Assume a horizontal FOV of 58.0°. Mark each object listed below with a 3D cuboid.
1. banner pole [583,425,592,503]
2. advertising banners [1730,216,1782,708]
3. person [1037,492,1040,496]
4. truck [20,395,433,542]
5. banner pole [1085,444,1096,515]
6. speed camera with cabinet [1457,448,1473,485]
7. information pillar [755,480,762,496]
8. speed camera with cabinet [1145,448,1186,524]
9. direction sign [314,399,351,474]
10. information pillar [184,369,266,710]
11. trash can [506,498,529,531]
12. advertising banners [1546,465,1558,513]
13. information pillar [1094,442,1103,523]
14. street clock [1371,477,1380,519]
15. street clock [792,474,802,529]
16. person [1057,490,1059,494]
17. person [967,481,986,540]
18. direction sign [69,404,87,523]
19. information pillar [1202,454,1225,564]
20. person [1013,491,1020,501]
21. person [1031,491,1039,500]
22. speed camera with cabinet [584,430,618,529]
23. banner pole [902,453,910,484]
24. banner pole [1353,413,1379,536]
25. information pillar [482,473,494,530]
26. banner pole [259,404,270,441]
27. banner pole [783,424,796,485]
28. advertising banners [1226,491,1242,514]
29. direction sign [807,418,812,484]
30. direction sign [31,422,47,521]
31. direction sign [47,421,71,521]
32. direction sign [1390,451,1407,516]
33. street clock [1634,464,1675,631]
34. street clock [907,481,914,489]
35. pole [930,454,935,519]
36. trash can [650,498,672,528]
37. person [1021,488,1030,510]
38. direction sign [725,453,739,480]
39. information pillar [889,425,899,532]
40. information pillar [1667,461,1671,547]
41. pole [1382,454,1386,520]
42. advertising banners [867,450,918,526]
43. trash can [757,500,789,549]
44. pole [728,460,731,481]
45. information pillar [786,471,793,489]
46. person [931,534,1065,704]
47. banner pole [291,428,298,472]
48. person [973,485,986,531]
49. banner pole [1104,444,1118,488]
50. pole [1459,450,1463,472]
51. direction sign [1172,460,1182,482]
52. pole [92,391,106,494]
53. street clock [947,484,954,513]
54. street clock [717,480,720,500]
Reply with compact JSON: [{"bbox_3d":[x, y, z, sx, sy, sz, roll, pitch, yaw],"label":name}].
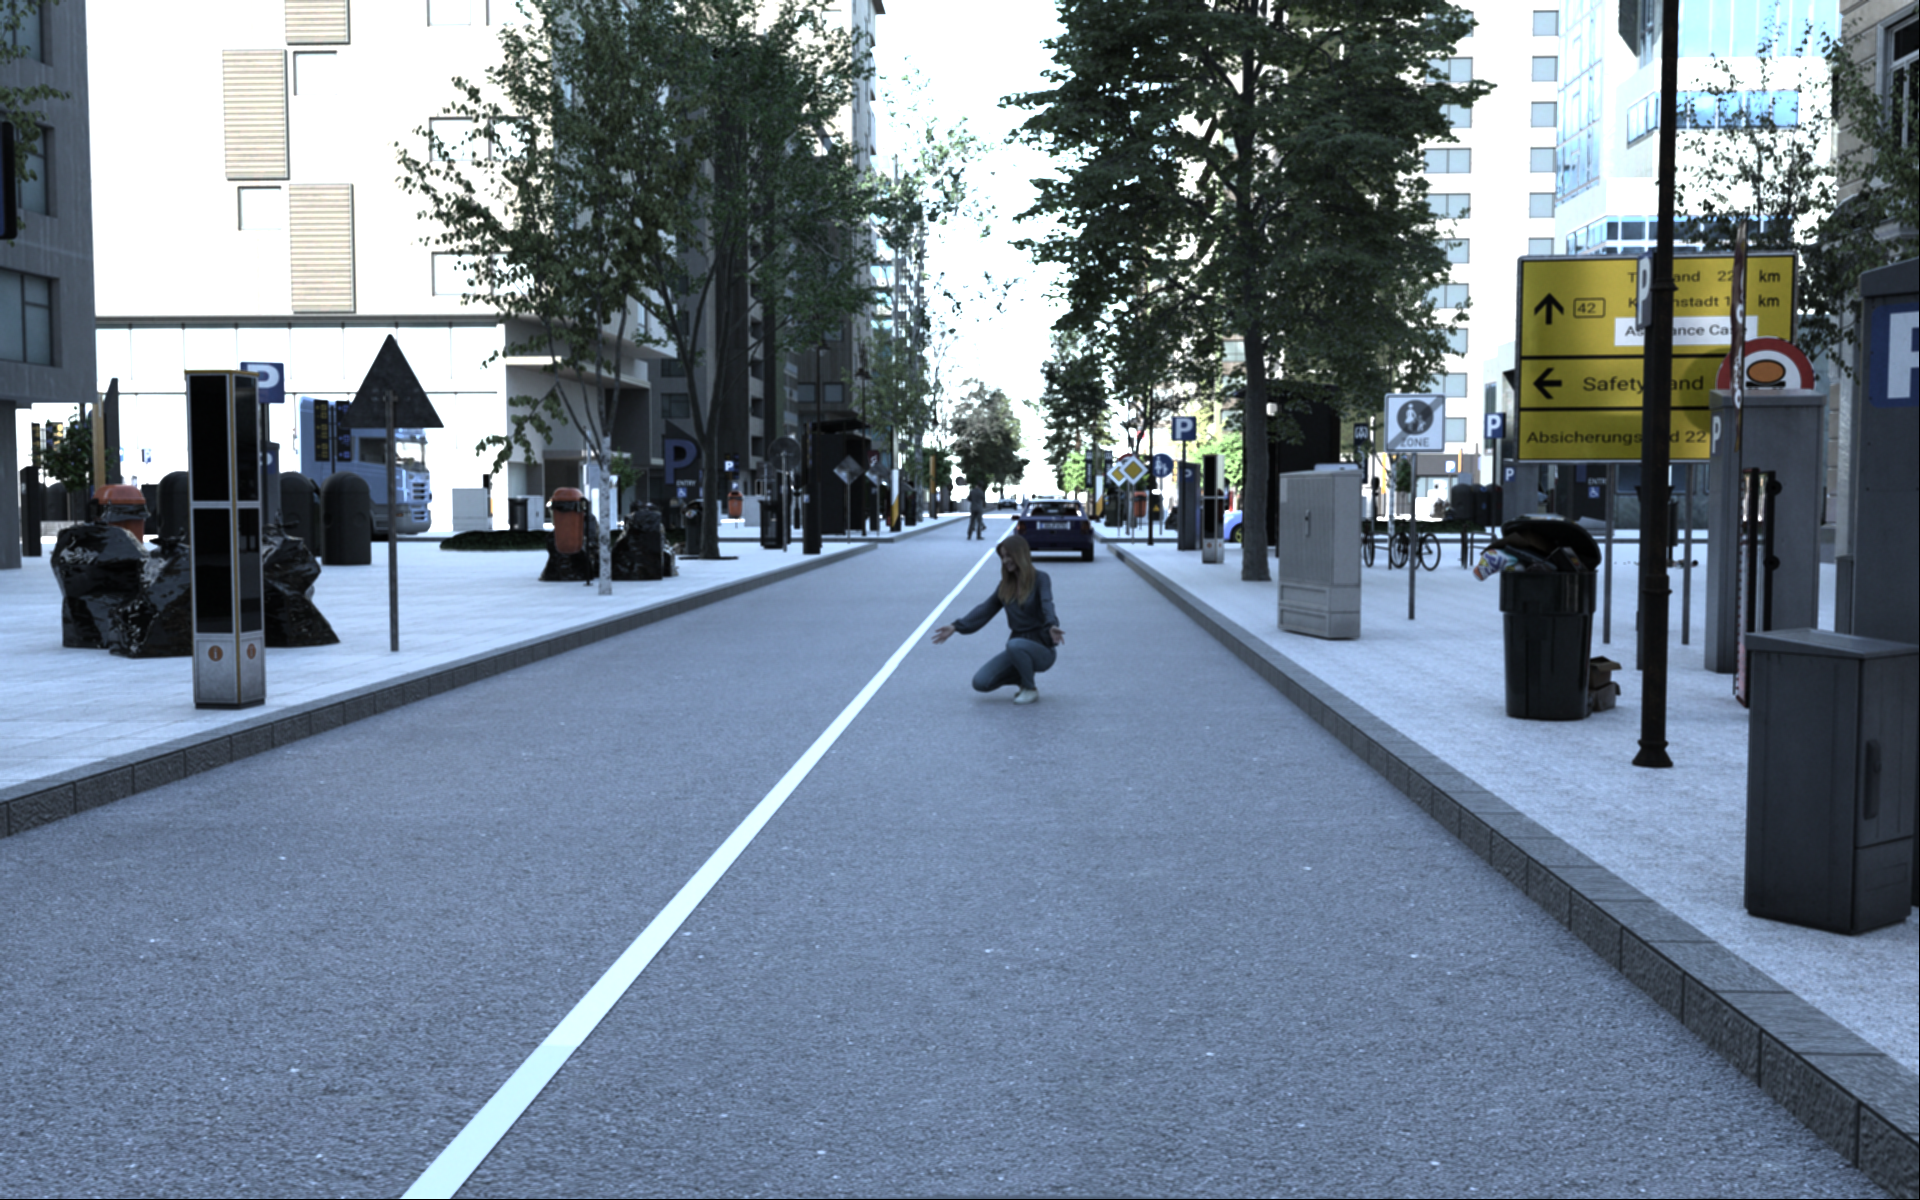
[{"bbox_3d":[-13.610,-4.481,63.289,0.401,3.779,0.863,1,4,10],"label":"banner pole"},{"bbox_3d":[4.783,-0.873,10.468,0.090,3.025,2.074,1,4,18],"label":"advertising banners"},{"bbox_3d":[13.053,-16.897,284.900,1.348,1.807,0.705,2,4,34],"label":"person"},{"bbox_3d":[-23.670,-3.580,48.286,18.799,4.110,2.967,0,4,1],"label":"truck"},{"bbox_3d":[6.557,-5.879,86.135,0.863,3.779,0.401,-2,4,-30],"label":"banner pole"},{"bbox_3d":[21.321,-4.811,72.994,0.660,3.252,2.038,1,4,15],"label":"speed camera with cabinet"},{"bbox_3d":[-10.369,-5.179,89.175,0.304,2.012,0.304,-1,4,-9],"label":"information pillar"},{"bbox_3d":[9.022,-4.920,74.771,2.038,3.252,0.660,0,4,4],"label":"speed camera with cabinet"},{"bbox_3d":[-15.068,-3.037,41.658,0.876,3.537,0.379,-3,5,-42],"label":"direction sign"},{"bbox_3d":[-4.400,-0.360,10.386,0.304,2.012,0.304,1,4,8],"label":"information pillar"},{"bbox_3d":[-14.776,-2.830,57.932,0.748,1.137,0.748,0,3,0],"label":"trash can"},{"bbox_3d":[17.581,-3.377,51.400,0.090,3.025,2.074,2,4,27],"label":"advertising banners"},{"bbox_3d":[6.278,-5.307,78.121,0.183,3.616,0.504,3,4,36],"label":"information pillar"},{"bbox_3d":[17.591,-4.210,73.409,0.358,2.002,0.471,2,4,33],"label":"street clock"},{"bbox_3d":[-5.962,-3.596,63.372,0.471,2.002,0.358,1,4,16],"label":"street clock"},{"bbox_3d":[6.772,-6.732,119.567,0.512,1.701,0.522,2,4,24],"label":"person"},{"bbox_3d":[0.520,-2.836,54.678,0.655,1.846,0.447,1,4,21],"label":"person"},{"bbox_3d":[-21.385,-3.077,42.301,0.379,3.537,0.876,-1,4,-19],"label":"direction sign"},{"bbox_3d":[4.691,-1.685,32.049,0.304,2.012,0.304,3,4,38],"label":"information pillar"},{"bbox_3d":[7.006,-12.856,218.787,1.348,1.812,0.705,1,4,19],"label":"person"},{"bbox_3d":[7.679,-10.330,177.929,0.617,1.759,0.750,2,4,34],"label":"person"},{"bbox_3d":[-11.065,-3.607,53.313,0.660,3.252,2.038,-2,4,-25],"label":"speed camera with cabinet"},{"bbox_3d":[-3.277,-7.122,106.459,0.863,3.779,0.401,1,4,13],"label":"banner pole"},{"bbox_3d":[12.574,-3.892,53.648,0.863,3.779,0.401,2,4,26],"label":"banner pole"},{"bbox_3d":[-16.742,-3.482,61.415,0.304,2.012,0.304,0,4,1],"label":"information pillar"},{"bbox_3d":[-14.661,-2.830,36.294,0.401,3.779,0.863,2,4,26],"label":"banner pole"},{"bbox_3d":[-6.054,-4.363,61.351,0.401,3.779,0.863,-3,5,-41],"label":"banner pole"},{"bbox_3d":[15.158,-6.145,96.652,0.090,3.025,2.074,-1,4,-22],"label":"advertising banners"},{"bbox_3d":[-4.506,-3.666,51.942,0.379,3.537,0.876,-1,4,-13],"label":"direction sign"},{"bbox_3d":[-29.113,-3.858,55.068,0.379,3.537,0.876,1,4,19],"label":"direction sign"},{"bbox_3d":[-27.742,-3.785,53.875,0.876,3.537,0.379,0,3,0],"label":"direction sign"},{"bbox_3d":[24.536,-6.417,96.914,0.876,3.537,0.379,0,4,-1],"label":"direction sign"},{"bbox_3d":[6.469,-0.709,16.158,0.471,2.002,0.358,-2,4,-34],"label":"street clock"},{"bbox_3d":[-2.714,-5.585,95.891,0.471,2.002,0.358,1,4,21],"label":"street clock"},{"bbox_3d":[-1.498,-6.044,92.659,0.158,3.312,0.155,0,3,0],"label":"pole"},{"bbox_3d":[-9.718,-2.729,56.272,0.748,1.137,0.748,0,3,0],"label":"trash can"},{"bbox_3d":[3.907,-5.789,103.175,0.581,1.822,0.654,0,4,3],"label":"person"},{"bbox_3d":[-12.632,-6.360,95.987,0.876,3.537,0.379,1,4,18],"label":"direction sign"},{"bbox_3d":[-2.216,-4.119,58.699,0.183,3.616,0.504,1,4,20],"label":"information pillar"},{"bbox_3d":[17.176,-3.106,42.143,0.183,3.616,0.504,3,5,41],"label":"information pillar"},{"bbox_3d":[21.334,-5.709,87.192,0.158,3.312,0.155,0,3,0],"label":"pole"},{"bbox_3d":[-2.707,-4.479,69.414,2.074,3.025,0.090,-1,4,-12],"label":"advertising banners"},{"bbox_3d":[-4.375,-1.769,40.584,0.748,1.137,0.748,0,3,0],"label":"trash can"},{"bbox_3d":[-13.789,-6.723,103.764,0.158,3.312,0.155,0,3,0],"label":"pole"},{"bbox_3d":[-8.530,-5.838,86.798,0.183,3.616,0.504,-3,4,-38],"label":"information pillar"},{"bbox_3d":[0.413,0.128,11.913,0.738,1.151,1.012,-3,5,-44],"label":"person"},{"bbox_3d":[-25.073,-4.616,65.481,0.863,3.779,0.401,3,5,40],"label":"banner pole"},{"bbox_3d":[0.674,-3.627,67.902,0.767,1.812,0.694,0,4,-6],"label":"person"},{"bbox_3d":[7.571,-5.894,86.377,0.863,3.779,0.401,0,4,-2],"label":"banner pole"},{"bbox_3d":[22.914,-5.228,79.313,0.158,3.312,0.155,0,3,0],"label":"pole"},{"bbox_3d":[14.516,-7.532,115.152,0.876,3.537,0.379,1,4,21],"label":"direction sign"},{"bbox_3d":[-17.137,-2.486,34.494,0.158,3.312,0.155,0,3,0],"label":"pole"},{"bbox_3d":[-0.641,-7.089,120.481,0.358,2.002,0.471,3,5,45],"label":"street clock"},{"bbox_3d":[-12.285,-5.085,87.715,0.358,2.002,0.471,-1,4,-10],"label":"street clock"}]
